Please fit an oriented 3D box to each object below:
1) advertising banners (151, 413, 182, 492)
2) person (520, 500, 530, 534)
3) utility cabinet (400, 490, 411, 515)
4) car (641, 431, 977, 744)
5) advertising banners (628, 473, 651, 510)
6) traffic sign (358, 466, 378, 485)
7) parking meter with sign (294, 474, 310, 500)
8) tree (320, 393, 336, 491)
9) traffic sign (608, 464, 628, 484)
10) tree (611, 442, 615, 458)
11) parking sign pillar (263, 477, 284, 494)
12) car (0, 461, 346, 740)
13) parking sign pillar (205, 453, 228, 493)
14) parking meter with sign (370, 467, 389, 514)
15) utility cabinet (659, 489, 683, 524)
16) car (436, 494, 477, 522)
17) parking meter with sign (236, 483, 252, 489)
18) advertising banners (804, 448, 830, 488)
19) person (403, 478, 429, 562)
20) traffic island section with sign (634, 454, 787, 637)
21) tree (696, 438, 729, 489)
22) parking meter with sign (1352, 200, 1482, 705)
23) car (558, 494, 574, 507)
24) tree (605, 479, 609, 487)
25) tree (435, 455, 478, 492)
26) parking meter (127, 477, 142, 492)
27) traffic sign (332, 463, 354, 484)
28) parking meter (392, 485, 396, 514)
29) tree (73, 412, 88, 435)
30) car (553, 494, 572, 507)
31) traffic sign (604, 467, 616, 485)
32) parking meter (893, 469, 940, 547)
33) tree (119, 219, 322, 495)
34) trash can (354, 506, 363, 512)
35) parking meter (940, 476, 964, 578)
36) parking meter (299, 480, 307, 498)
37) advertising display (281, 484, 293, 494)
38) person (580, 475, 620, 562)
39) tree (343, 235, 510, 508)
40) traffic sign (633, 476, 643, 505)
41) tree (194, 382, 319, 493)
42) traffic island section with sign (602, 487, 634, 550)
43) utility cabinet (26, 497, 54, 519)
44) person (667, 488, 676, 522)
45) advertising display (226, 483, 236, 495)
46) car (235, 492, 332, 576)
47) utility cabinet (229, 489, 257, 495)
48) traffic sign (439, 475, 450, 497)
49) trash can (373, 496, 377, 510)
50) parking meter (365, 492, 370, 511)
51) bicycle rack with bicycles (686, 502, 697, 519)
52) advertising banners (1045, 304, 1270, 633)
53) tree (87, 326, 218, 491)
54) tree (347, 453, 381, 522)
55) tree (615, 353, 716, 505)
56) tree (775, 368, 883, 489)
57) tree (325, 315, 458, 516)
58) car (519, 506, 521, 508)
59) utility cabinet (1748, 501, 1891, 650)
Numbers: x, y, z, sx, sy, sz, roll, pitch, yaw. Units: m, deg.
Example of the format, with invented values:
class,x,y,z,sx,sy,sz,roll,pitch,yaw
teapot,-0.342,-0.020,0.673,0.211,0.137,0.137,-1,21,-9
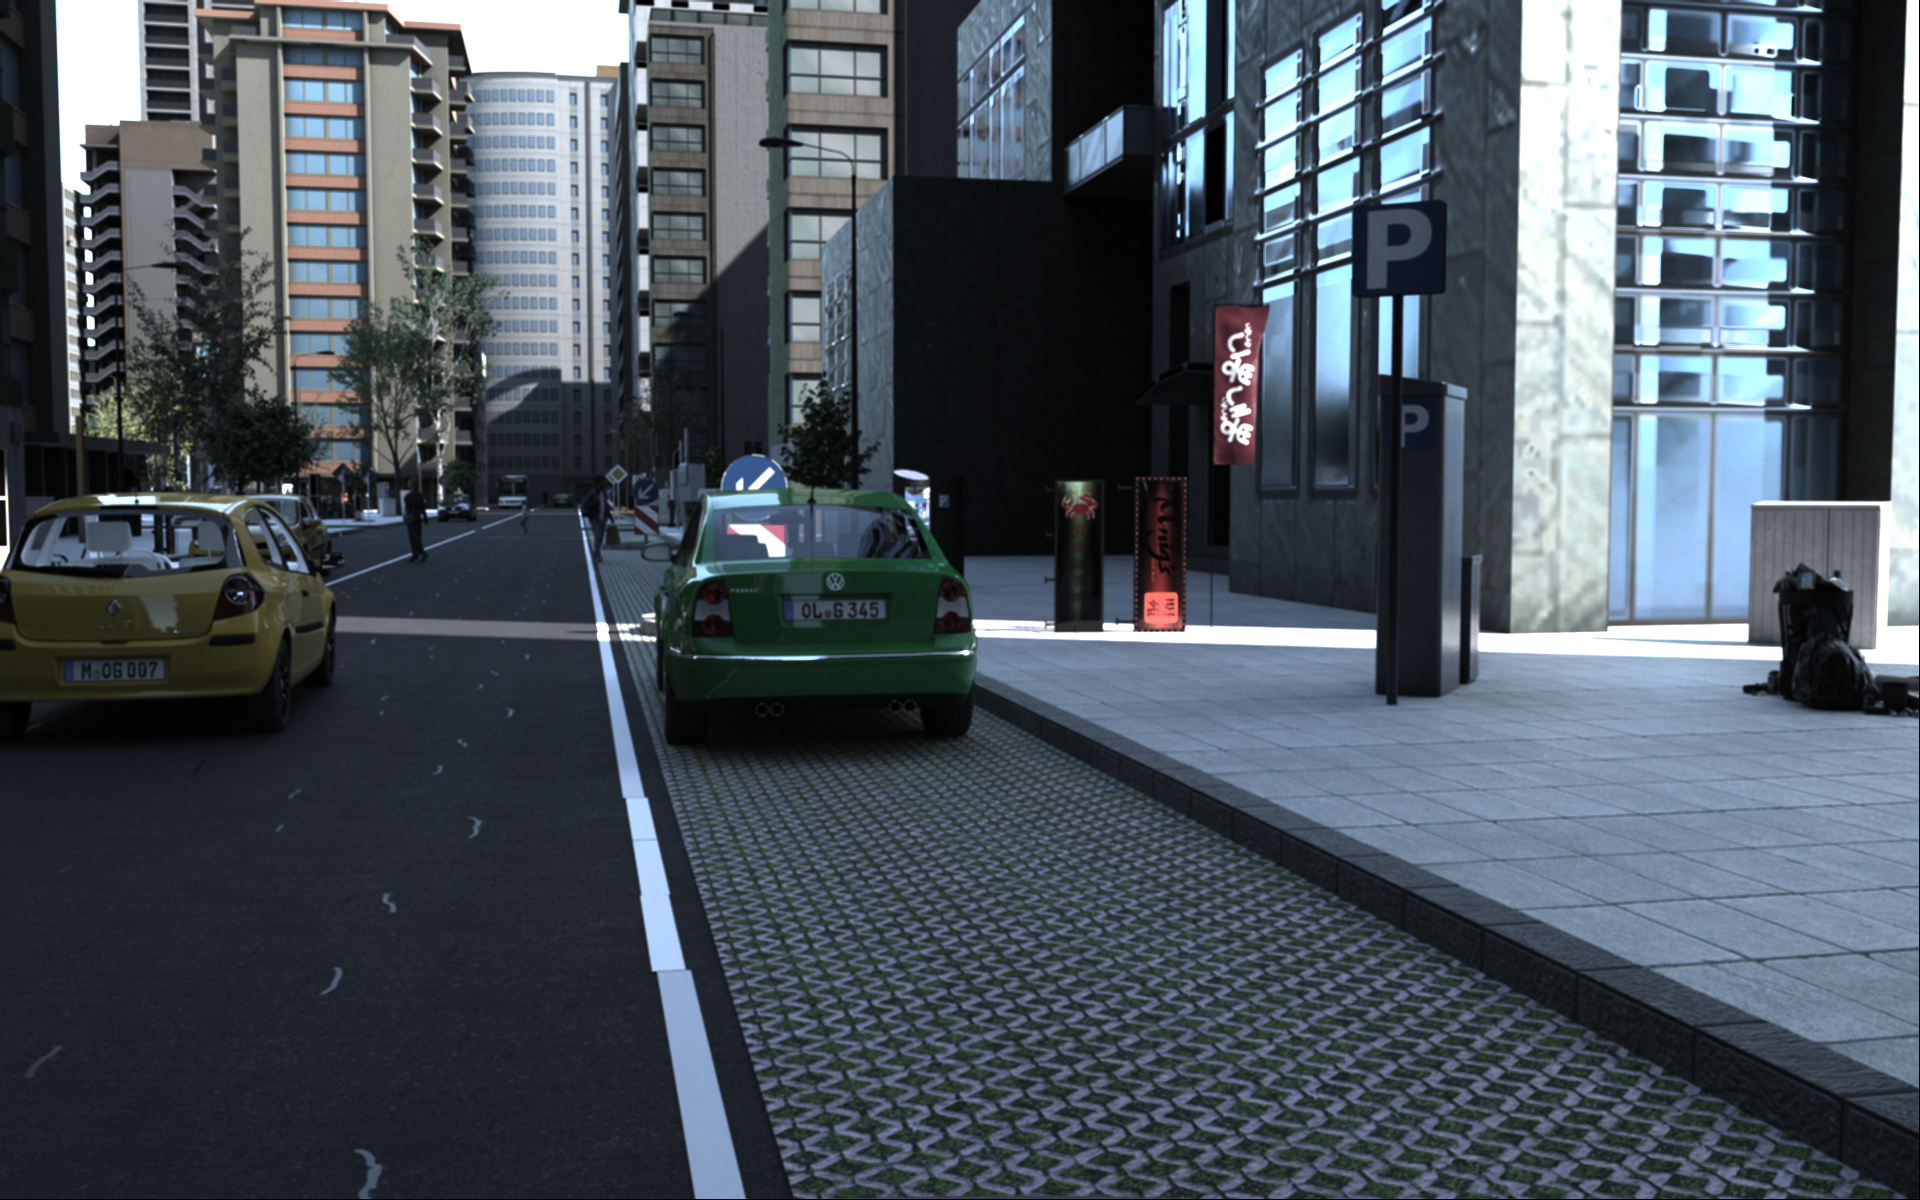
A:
class,x,y,z,sx,sy,sz,roll,pitch,yaw
advertising banners,-16.917,-2.497,37.008,0.090,3.025,2.074,0,4,-7
person,-15.724,-3.010,62.732,0.382,1.210,0.505,-2,4,-30
utility cabinet,-33.036,-5.789,103.321,1.173,1.500,0.318,2,4,32
car,-1.092,-0.158,11.384,1.959,1.807,4.718,-1,4,-11
advertising banners,-26.376,-8.963,142.729,2.074,3.025,0.090,0,4,-5
traffic sign,-24.732,-4.293,72.375,0.795,2.593,0.064,-1,4,-12
parking meter with sign,-43.128,-7.189,113.797,1.738,3.016,0.543,2,4,32
tree,-44.196,-10.213,117.339,4.360,8.622,3.978,0,3,0
traffic sign,-13.143,-3.948,66.734,0.795,2.593,0.064,-1,4,-12
tree,-21.698,-10.417,120.674,4.360,8.622,3.978,0,3,0
parking sign pillar,-43.672,-7.448,110.240,1.447,3.967,1.447,1,4,18
car,-5.251,-0.088,11.657,2.015,1.641,3.980,-1,4,-14
parking sign pillar,-48.513,-7.624,113.127,1.447,3.967,1.447,-2,4,-31
parking meter with sign,-37.513,-7.117,112.621,1.738,3.016,0.543,1,4,11
utility cabinet,-12.451,-4.036,74.674,1.173,1.500,0.318,2,4,34
car,-26.474,-4.979,91.197,2.009,1.686,4.222,-1,4,-11
parking meter with sign,-56.806,-8.597,136.826,1.738,3.016,0.543,-3,4,-36
advertising banners,-3.500,-2.687,40.124,0.090,3.025,2.074,-2,4,-35
person,-11.557,-1.709,36.864,0.534,1.772,0.576,0,4,-7
traffic island section with sign,-2.317,-0.576,18.039,1.989,1.847,2.006,-1,4,-12
tree,-8.495,-4.013,60.206,1.663,3.219,1.824,0,3,0
parking meter with sign,3.014,-0.914,11.206,0.543,3.016,1.738,2,4,27
car,-45.530,-11.694,199.992,1.959,1.807,4.718,-1,4,-12
tree,-45.533,-14.012,223.703,1.663,3.219,1.824,0,3,0
tree,-41.688,-9.776,143.554,4.285,4.588,4.351,0,3,0
parking meter,-25.183,-2.884,52.864,0.399,1.863,0.255,-2,4,-25
traffic sign,-23.004,-3.816,64.578,0.795,2.593,0.064,-1,4,-12
parking meter,-35.334,-6.268,108.192,0.255,1.863,0.399,-2,4,-24
tree,-60.786,-10.531,122.551,4.737,8.622,4.395,0,3,0
car,-42.979,-10.907,187.123,1.959,1.807,4.718,-1,4,-11
traffic sign,-14.871,-4.425,74.531,0.795,2.593,0.064,-1,4,-12
parking meter,-0.486,-0.549,17.384,0.372,1.533,0.369,0,3,0
tree,-19.707,-5.825,45.596,4.360,8.622,3.978,0,3,0
trash can,-41.960,-6.682,120.896,0.748,1.137,0.748,0,3,0
parking meter,-0.131,-0.944,23.844,0.372,1.533,0.369,0,3,0
parking meter,-27.584,-4.100,72.744,0.255,1.863,0.399,-2,4,-29
advertising display,-42.333,-6.347,108.982,0.123,1.923,0.974,1,4,17
person,-7.519,-1.699,36.271,0.794,1.824,0.713,-3,5,-40
tree,-40.294,-16.729,129.413,12.611,20.169,13.585,0,3,0
traffic sign,-17.648,-5.681,95.011,0.606,2.300,0.079,0,4,-5
tree,-20.680,-4.115,50.997,4.285,4.588,4.351,0,3,0
traffic island section with sign,-8.278,-2.220,44.921,1.989,1.847,2.006,-1,4,-12
utility cabinet,-21.424,-1.767,40.056,0.306,1.237,1.020,1,4,12
person,-11.548,-3.729,69.826,0.532,1.782,0.716,1,4,15
advertising display,-40.867,-5.613,96.992,0.974,1.923,0.123,3,4,36
car,-11.652,-1.146,28.959,2.015,1.641,3.980,-1,4,-11
utility cabinet,-29.396,-3.820,71.140,1.173,1.500,0.318,1,4,16
traffic sign,-34.470,-7.076,115.798,0.768,2.556,0.104,0,4,-4
trash can,-48.180,-8.041,143.130,0.748,1.137,0.748,0,3,0
parking meter,-45.934,-7.695,134.224,0.372,1.533,0.369,0,3,0
bicycle rack with bicycles,-14.227,-4.609,88.732,2.852,0.926,2.925,1,4,10
advertising banners,1.823,-1.211,15.988,2.074,3.025,0.090,0,4,-4
tree,-35.256,-7.739,76.898,4.737,8.622,4.395,0,3,0
tree,-27.859,-5.284,80.990,1.663,3.219,1.824,0,3,0
tree,-15.241,-8.622,91.331,4.360,8.622,3.978,0,3,0
tree,-1.987,-1.966,26.740,1.663,3.219,1.824,0,3,0
tree,-33.087,-10.743,101.407,9.928,11.665,9.643,0,3,0
car,-45.320,-10.183,175.164,2.281,1.827,5.304,-1,4,-14
utility cabinet,7.235,-0.211,14.616,1.020,1.237,0.306,3,5,43
